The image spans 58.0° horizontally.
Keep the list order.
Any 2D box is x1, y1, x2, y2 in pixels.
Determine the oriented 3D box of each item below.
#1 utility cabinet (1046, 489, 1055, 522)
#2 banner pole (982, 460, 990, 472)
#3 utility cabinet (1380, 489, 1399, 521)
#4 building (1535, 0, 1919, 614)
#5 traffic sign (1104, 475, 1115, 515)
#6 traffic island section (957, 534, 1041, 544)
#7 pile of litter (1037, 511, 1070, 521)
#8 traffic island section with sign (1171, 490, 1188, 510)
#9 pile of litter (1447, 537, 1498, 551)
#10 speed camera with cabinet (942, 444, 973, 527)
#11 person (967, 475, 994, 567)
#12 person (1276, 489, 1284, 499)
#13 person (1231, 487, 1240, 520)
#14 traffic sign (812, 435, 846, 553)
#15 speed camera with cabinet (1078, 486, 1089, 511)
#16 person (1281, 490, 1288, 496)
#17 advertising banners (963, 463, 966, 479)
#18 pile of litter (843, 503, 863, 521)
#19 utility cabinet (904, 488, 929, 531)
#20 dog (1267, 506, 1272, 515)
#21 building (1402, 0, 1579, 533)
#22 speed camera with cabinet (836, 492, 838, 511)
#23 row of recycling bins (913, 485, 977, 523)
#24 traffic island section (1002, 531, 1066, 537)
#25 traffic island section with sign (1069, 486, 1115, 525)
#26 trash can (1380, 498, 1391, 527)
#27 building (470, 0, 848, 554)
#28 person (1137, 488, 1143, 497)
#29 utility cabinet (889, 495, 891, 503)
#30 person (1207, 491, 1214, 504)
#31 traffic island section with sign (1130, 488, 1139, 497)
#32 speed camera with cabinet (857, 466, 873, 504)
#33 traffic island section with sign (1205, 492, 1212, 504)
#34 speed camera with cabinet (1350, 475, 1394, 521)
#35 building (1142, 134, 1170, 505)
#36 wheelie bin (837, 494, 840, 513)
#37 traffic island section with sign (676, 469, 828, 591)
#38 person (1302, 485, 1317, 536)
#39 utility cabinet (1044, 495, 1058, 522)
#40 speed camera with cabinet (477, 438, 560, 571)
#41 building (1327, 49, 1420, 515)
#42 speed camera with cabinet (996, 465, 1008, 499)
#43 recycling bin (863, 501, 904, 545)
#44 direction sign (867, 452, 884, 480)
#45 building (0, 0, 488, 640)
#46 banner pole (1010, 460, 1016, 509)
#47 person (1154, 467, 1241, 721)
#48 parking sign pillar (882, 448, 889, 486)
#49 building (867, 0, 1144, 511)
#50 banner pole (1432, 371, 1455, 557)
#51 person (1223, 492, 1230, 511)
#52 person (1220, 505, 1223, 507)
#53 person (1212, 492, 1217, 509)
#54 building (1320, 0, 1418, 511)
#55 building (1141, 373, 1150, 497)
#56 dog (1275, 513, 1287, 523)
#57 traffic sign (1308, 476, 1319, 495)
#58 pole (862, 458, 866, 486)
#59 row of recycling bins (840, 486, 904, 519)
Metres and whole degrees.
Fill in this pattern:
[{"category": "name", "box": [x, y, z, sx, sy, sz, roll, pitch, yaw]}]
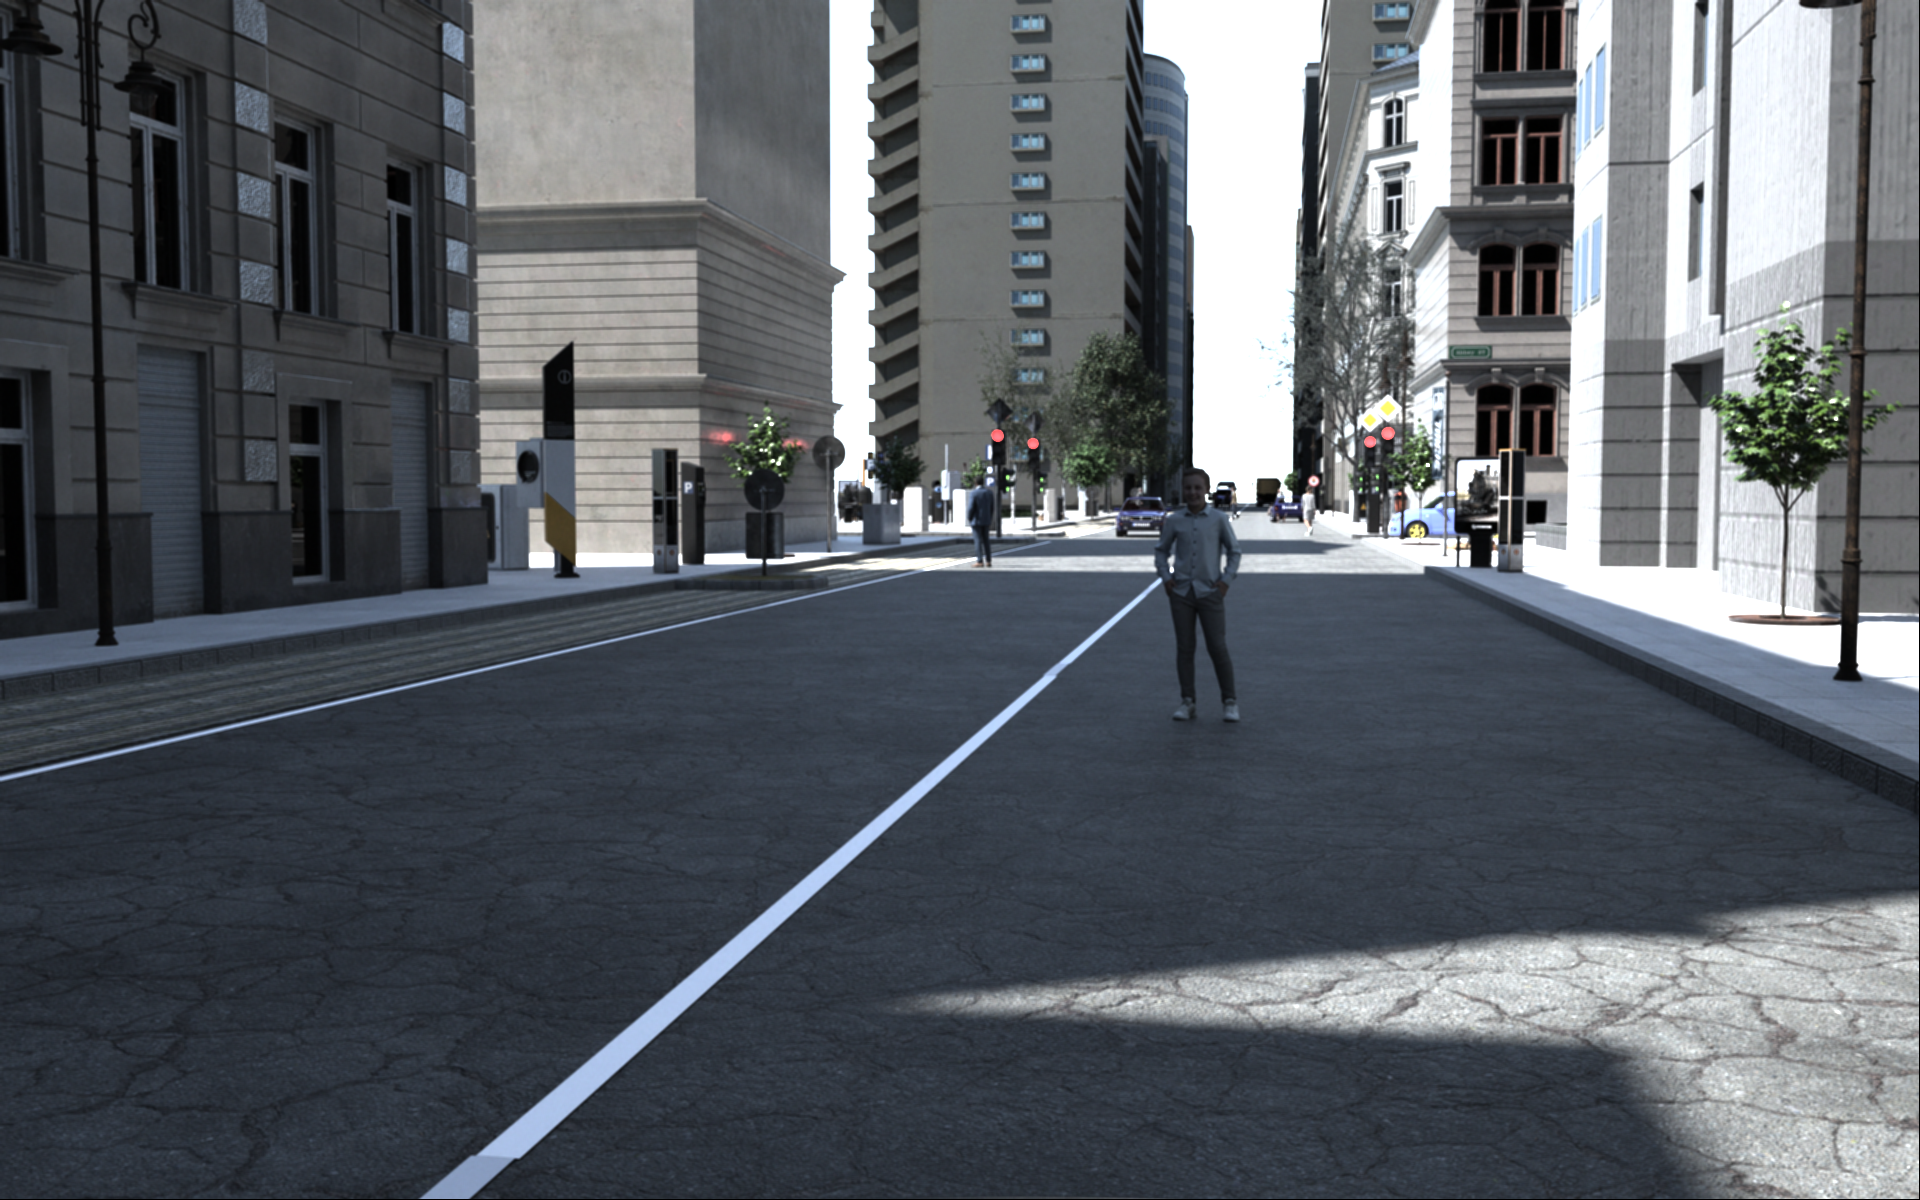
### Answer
[{"category": "utility cabinet", "box": [4.055, -4.238, 77.962, 0.318, 1.500, 1.173, 0, 4, -3]}, {"category": "banner pole", "box": [1.705, -7.673, 115.462, 0.863, 3.779, 0.401, 0, 4, -8]}, {"category": "utility cabinet", "box": [20.308, -4.509, 82.404, 0.318, 1.500, 1.173, -3, 4, -37]}, {"category": "building", "box": [21.930, -29.778, 28.872, 21.231, 58.520, 28.212, 1, 4, 10]}, {"category": "traffic sign", "box": [9.223, -6.554, 107.261, 0.768, 2.556, 0.104, 1, 4, 16]}, {"category": "traffic island section", "box": [1.124, -1.746, 50.835, 2.009, 0.180, 2.903, 1, 4, 10]}, {"category": "pile of litter", "box": [4.862, -4.578, 88.811, 1.719, 0.858, 1.176, 0, 4, 6]}, {"category": "traffic island section with sign", "box": [19.579, -9.088, 157.219, 1.989, 1.847, 2.006, 1, 4, 10]}, {"category": "pile of litter", "box": [11.776, -1.560, 39.477, 1.176, 0.858, 1.719, 0, 4, -5]}, {"category": "speed camera with cabinet", "box": [-0.031, -4.525, 68.316, 0.660, 3.252, 2.038, -2, 4, -27]}, {"category": "person", "box": [0.426, -1.548, 33.991, 0.721, 1.800, 0.419, -3, 5, -41]}, {"category": "person", "box": [21.072, -6.445, 114.270, 0.834, 1.777, 0.661, -3, 5, -44]}, {"category": "person", "box": [15.455, -5.456, 97.618, 0.836, 1.842, 0.656, -3, 5, -42]}, {"category": "traffic sign", "box": [-2.848, -2.294, 37.619, 0.768, 2.556, 0.104, 1, 4, 14]}, {"category": "speed camera with cabinet", "box": [9.447, -8.461, 132.668, 0.660, 3.252, 2.038, 0, 4, -3]}, {"category": "person", "box": [29.259, -9.015, 156.431, 0.750, 1.759, 0.617, -1, 4, -12]}, {"category": "advertising banners", "box": [0.470, -6.249, 98.362, 0.090, 3.025, 2.074, 1, 4, 16]}, {"category": "pile of litter", "box": [-5.175, -4.251, 83.472, 1.176, 0.858, 1.719, 2, 4, 27]}, {"category": "utility cabinet", "box": [-1.492, -3.110, 59.533, 0.318, 1.500, 1.173, -2, 4, -33]}, {"category": "dog", "box": [20.942, -6.156, 117.491, 0.800, 0.831, 0.513, 0, 4, -8]}, {"category": "building", "box": [28.208, -16.771, 61.589, 23.554, 28.519, 14.401, 1, 4, 10]}, {"category": "speed camera with cabinet", "box": [-8.517, -8.511, 133.486, 2.038, 3.252, 0.660, 1, 4, 11]}, {"category": "row of recycling bins", "box": [-0.477, -4.275, 77.017, 3.534, 1.692, 1.069, 1, 4, 11]}, {"category": "traffic island section", "box": [2.488, -2.228, 58.703, 2.009, 0.180, 2.903, 1, 4, 10]}, {"category": "traffic island section with sign", "box": [6.113, -4.340, 79.589, 1.989, 1.847, 2.006, 1, 4, 10]}, {"category": "trash can", "box": [16.665, -3.471, 68.407, 0.748, 1.137, 0.748, 0, 3, 0]}, {"category": "building", "box": [-20.998, -13.851, 45.545, 34.723, 24.649, 14.460, 1, 4, 10]}, {"category": "person", "box": [9.980, -5.287, 95.338, 0.834, 1.777, 0.661, 1, 4, 12]}, {"category": "utility cabinet", "box": [-5.187, -6.439, 116.433, 1.020, 1.237, 0.306, -1, 4, -9]}, {"category": "person", "box": [29.737, -11.926, 203.486, 1.348, 1.824, 0.705, 1, 4, 16]}, {"category": "traffic island section with sign", "box": [10.897, -6.027, 107.176, 1.989, 1.847, 2.006, 1, 4, 10]}, {"category": "speed camera with cabinet", "box": [-6.641, -7.817, 122.140, 0.660, 3.252, 2.038, -3, 5, -44]}, {"category": "traffic island section with sign", "box": [38.284, -15.690, 265.152, 1.989, 1.847, 2.006, 1, 4, 10]}, {"category": "speed camera with cabinet", "box": [19.904, -5.462, 83.639, 2.038, 3.252, 0.660, -1, 4, -12]}, {"category": "building", "box": [15.828, -31.152, 192.937, 14.154, 41.232, 14.086, 1, 4, 10]}, {"category": "wheelie bin", "box": [-7.283, -6.133, 108.188, 0.693, 1.594, 0.980, 3, 4, 37]}, {"category": "traffic island section with sign", "box": [-3.099, -1.093, 26.498, 1.989, 1.847, 2.006, 1, 4, 10]}, {"category": "person", "box": [12.032, -3.079, 59.584, 0.466, 1.731, 0.760, -1, 4, -10]}, {"category": "utility cabinet", "box": [4.193, -4.198, 79.798, 0.306, 1.237, 1.020, -1, 4, -19]}, {"category": "speed camera with cabinet", "box": [-7.435, -2.122, 29.036, 2.038, 3.252, 0.660, 3, 5, 40]}, {"category": "building", "box": [32.091, -20.206, 106.781, 17.030, 29.872, 44.131, 1, 4, 10]}, {"category": "speed camera with cabinet", "box": [1.204, -5.151, 78.547, 2.038, 3.252, 0.660, -2, 4, -32]}, {"category": "recycling bin", "box": [-2.005, -1.944, 44.346, 0.722, 1.027, 0.722, 3, 5, 40]}, {"category": "direction sign", "box": [-4.506, -6.137, 92.339, 0.876, 3.537, 0.379, 0, 4, -8]}, {"category": "building", "box": [-14.377, -13.195, 12.998, 12.463, 27.353, 25.104, 1, 4, 10]}, {"category": "banner pole", "box": [3.846, -8.310, 125.885, 0.401, 3.779, 0.863, -2, 4, -31]}, {"category": "person", "box": [1.510, -0.045, 11.044, 0.589, 1.601, 0.330, 2, 4, 25]}, {"category": "parking sign pillar", "box": [-4.409, -6.950, 102.106, 1.447, 3.967, 1.447, 0, 4, -3]}, {"category": "building", "box": [3.954, -31.901, 145.288, 21.300, 48.544, 21.600, 1, 4, 10]}, {"category": "banner pole", "box": [9.883, -2.787, 35.577, 0.401, 3.779, 0.863, -1, 4, -12]}, {"category": "person", "box": [22.497, -8.329, 146.153, 0.593, 1.643, 0.415, -1, 4, -9]}, {"category": "person", "box": [29.183, -11.278, 193.608, 0.721, 1.735, 1.217, 3, 5, 44]}, {"category": "person", "box": [21.232, -8.219, 144.344, 0.415, 1.643, 0.593, -1, 4, -17]}, {"category": "building", "box": [40.237, -31.605, 140.443, 21.300, 48.544, 21.600, 1, 4, 10]}, {"category": "building", "box": [8.020, -52.440, 170.068, 22.319, 86.520, 31.000, 1, 4, 10]}, {"category": "dog", "box": [15.700, -3.999, 84.679, 0.406, 0.507, 0.540, 2, 4, 31]}, {"category": "traffic sign", "box": [24.271, -7.262, 118.842, 0.768, 2.556, 0.104, 1, 4, 19]}, {"category": "pole", "box": [-5.457, -6.389, 98.297, 0.158, 3.312, 0.155, 0, 3, 0]}, {"category": "row of recycling bins", "box": [-4.390, -4.982, 88.572, 3.534, 1.692, 1.069, 0, 4, 1]}]
